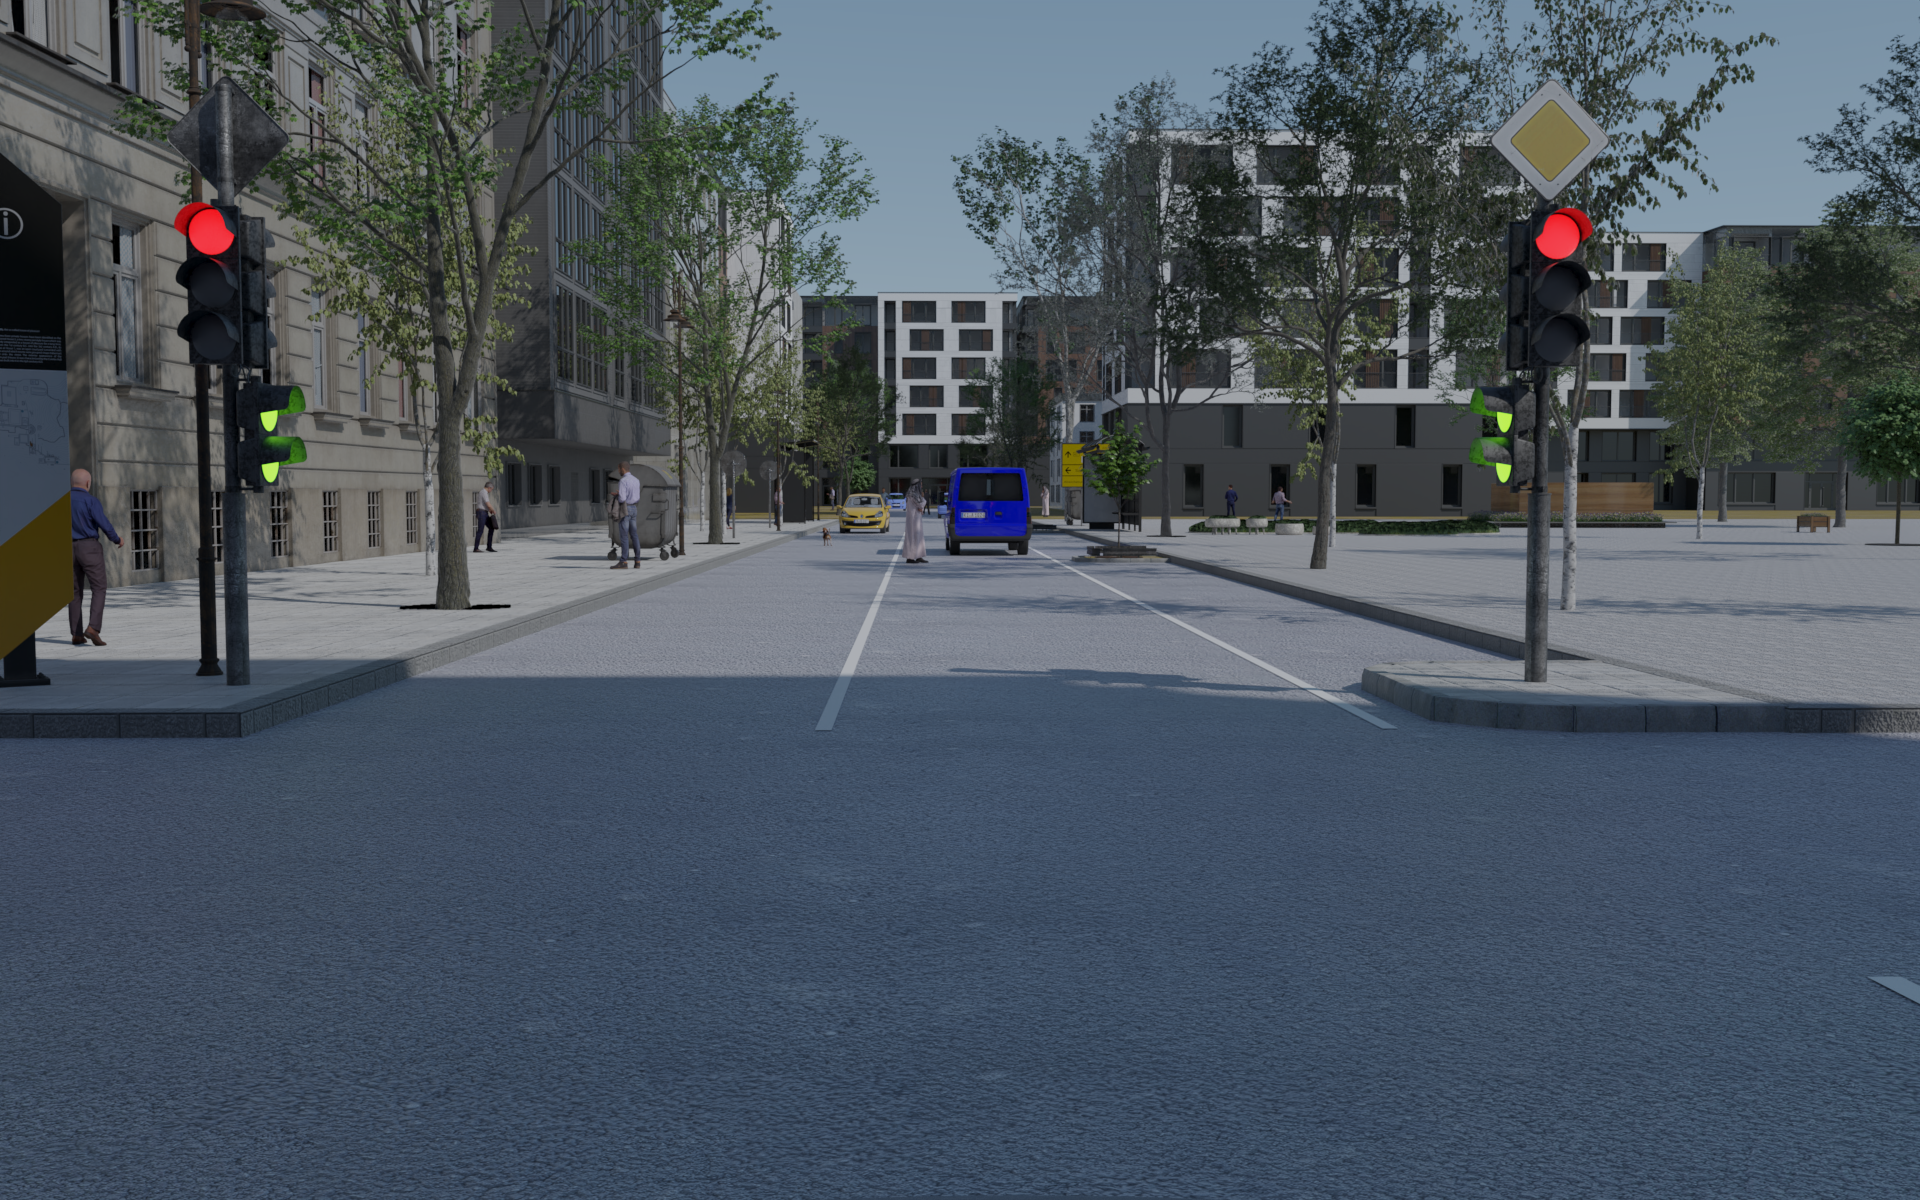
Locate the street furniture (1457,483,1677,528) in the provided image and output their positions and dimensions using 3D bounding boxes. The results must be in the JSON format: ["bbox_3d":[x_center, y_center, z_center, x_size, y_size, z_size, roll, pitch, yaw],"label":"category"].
[{"bbox_3d":[22.798,-3.758,68.298,9.812,1.723,11.010,0,4,4],"label":"street furniture"}]

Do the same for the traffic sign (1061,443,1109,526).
[{"bbox_3d":[5.151,-4.580,68.752,2.265,3.308,0.079,1,4,8],"label":"traffic sign"}]

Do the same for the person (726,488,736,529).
[{"bbox_3d":[-8.433,-3.335,63.119,0.480,1.512,0.613,0,4,1],"label":"person"}]

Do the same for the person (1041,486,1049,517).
[{"bbox_3d":[4.708,-5.464,96.054,0.551,1.740,0.621,3,4,38],"label":"person"}]

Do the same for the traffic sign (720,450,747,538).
[{"bbox_3d":[-6.573,-3.067,50.246,0.768,2.556,0.104,0,4,2],"label":"traffic sign"}]

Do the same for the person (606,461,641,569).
[{"bbox_3d":[-5.807,-1.454,29.689,0.599,1.838,0.709,1,4,23],"label":"person"}]

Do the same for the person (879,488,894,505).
[{"bbox_3d":[-4.716,-6.010,106.743,1.348,1.826,0.705,0,4,6],"label":"person"}]

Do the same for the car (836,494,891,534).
[{"bbox_3d":[-3.525,-3.297,64.129,2.015,1.641,3.980,0,4,0],"label":"car"}]

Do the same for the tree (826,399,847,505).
[{"bbox_3d":[-7.381,-7.375,70.942,4.737,8.622,4.395,0,3,0],"label":"tree"}]

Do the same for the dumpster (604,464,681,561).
[{"bbox_3d":[-6.211,-1.724,33.944,1.264,1.857,1.865,0,4,-1],"label":"dumpster"}]

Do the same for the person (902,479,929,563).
[{"bbox_3d":[-0.902,-1.627,35.775,0.621,1.740,0.551,-1,4,-17],"label":"person"}]

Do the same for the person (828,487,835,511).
[{"bbox_3d":[-10.017,-7.846,134.187,0.599,1.838,0.709,0,4,-5],"label":"person"}]

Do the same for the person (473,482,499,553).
[{"bbox_3d":[-10.436,-1.825,38.090,0.590,1.554,0.614,-1,4,-22],"label":"person"}]

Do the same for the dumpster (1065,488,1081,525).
[{"bbox_3d":[5.013,-3.995,71.084,1.264,1.857,1.865,0,4,-1],"label":"dumpster"}]

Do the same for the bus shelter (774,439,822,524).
[{"bbox_3d":[-7.225,-5.281,77.631,1.731,3.624,6.357,0,4,-1],"label":"bus shelter"}]

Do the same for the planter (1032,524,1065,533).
[{"bbox_3d":[2.813,-2.625,64.058,1.991,0.319,1.994,0,4,-1],"label":"planter"}]

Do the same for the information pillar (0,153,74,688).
[{"bbox_3d":[-6.226,-1.235,11.540,0.504,3.616,0.183,-2,4,-34],"label":"information pillar"}]

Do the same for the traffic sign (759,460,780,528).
[{"bbox_3d":[-7.198,-4.000,65.500,0.768,2.556,0.104,0,3,0],"label":"traffic sign"}]

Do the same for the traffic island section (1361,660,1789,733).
[{"bbox_3d":[3.961,0.638,11.854,2.009,0.180,2.903,0,4,-1],"label":"traffic island section"}]

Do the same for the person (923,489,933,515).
[{"bbox_3d":[-2.353,-6.784,119.965,0.990,1.755,0.434,0,4,3],"label":"person"}]

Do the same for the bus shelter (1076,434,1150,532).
[{"bbox_3d":[5.313,-4.090,60.801,2.014,3.302,5.546,0,4,-1],"label":"bus shelter"}]

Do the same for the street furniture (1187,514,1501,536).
[{"bbox_3d":[12.396,-2.466,55.942,10.072,0.657,5.734,1,4,10],"label":"street furniture"}]

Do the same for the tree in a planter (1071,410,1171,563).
[{"bbox_3d":[3.411,-2.435,37.032,1.991,3.239,1.994,0,4,-1],"label":"tree in a planter"}]

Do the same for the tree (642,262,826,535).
[{"bbox_3d":[-7.225,-6.372,54.544,4.737,8.622,4.395,0,3,0],"label":"tree"}]

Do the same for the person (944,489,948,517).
[{"bbox_3d":[-0.826,-6.132,109.440,1.217,1.739,0.721,3,4,39],"label":"person"}]

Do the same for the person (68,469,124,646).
[{"bbox_3d":[-7.415,-0.372,14.812,0.574,1.496,0.600,2,4,26],"label":"person"}]

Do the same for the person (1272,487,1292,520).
[{"bbox_3d":[13.431,-3.955,72.670,0.963,1.587,0.435,3,4,36],"label":"person"}]

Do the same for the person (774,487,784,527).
[{"bbox_3d":[-7.155,-3.694,68.395,0.435,1.587,0.963,0,4,-5],"label":"person"}]

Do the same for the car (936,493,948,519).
[{"bbox_3d":[-0.478,-5.653,102.015,1.945,1.707,3.694,0,4,-1],"label":"car"}]

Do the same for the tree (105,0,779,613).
[{"bbox_3d":[-5.546,-5.711,19.135,9.928,11.665,9.643,0,3,0],"label":"tree"}]

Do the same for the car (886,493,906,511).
[{"bbox_3d":[-5.449,-8.443,147.629,1.945,1.707,3.694,0,4,-3],"label":"car"}]

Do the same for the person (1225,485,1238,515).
[{"bbox_3d":[13.027,-4.687,83.386,0.576,1.737,0.504,-1,4,-18],"label":"person"}]

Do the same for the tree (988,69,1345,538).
[{"bbox_3d":[6.029,-8.617,51.254,12.009,13.543,11.850,0,3,0],"label":"tree"}]
